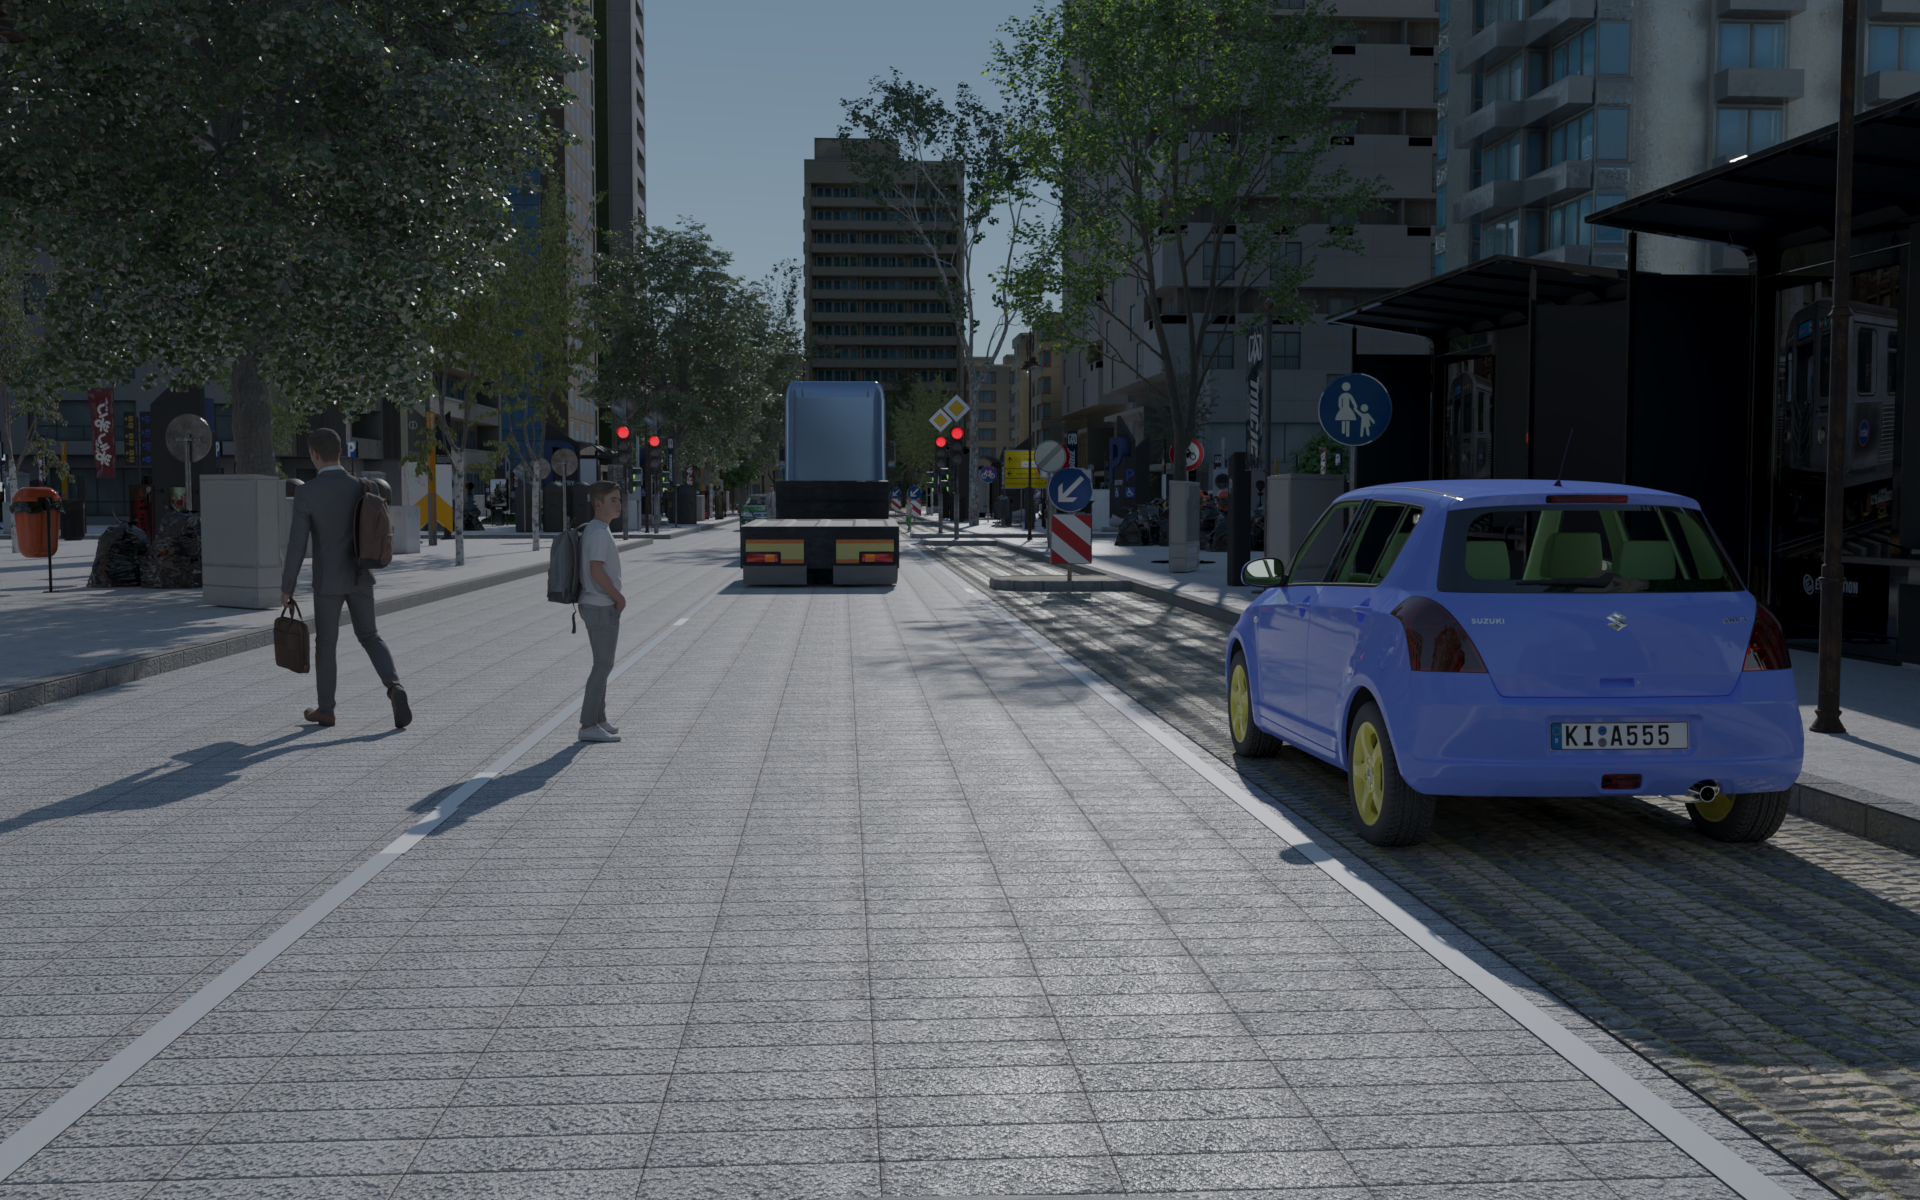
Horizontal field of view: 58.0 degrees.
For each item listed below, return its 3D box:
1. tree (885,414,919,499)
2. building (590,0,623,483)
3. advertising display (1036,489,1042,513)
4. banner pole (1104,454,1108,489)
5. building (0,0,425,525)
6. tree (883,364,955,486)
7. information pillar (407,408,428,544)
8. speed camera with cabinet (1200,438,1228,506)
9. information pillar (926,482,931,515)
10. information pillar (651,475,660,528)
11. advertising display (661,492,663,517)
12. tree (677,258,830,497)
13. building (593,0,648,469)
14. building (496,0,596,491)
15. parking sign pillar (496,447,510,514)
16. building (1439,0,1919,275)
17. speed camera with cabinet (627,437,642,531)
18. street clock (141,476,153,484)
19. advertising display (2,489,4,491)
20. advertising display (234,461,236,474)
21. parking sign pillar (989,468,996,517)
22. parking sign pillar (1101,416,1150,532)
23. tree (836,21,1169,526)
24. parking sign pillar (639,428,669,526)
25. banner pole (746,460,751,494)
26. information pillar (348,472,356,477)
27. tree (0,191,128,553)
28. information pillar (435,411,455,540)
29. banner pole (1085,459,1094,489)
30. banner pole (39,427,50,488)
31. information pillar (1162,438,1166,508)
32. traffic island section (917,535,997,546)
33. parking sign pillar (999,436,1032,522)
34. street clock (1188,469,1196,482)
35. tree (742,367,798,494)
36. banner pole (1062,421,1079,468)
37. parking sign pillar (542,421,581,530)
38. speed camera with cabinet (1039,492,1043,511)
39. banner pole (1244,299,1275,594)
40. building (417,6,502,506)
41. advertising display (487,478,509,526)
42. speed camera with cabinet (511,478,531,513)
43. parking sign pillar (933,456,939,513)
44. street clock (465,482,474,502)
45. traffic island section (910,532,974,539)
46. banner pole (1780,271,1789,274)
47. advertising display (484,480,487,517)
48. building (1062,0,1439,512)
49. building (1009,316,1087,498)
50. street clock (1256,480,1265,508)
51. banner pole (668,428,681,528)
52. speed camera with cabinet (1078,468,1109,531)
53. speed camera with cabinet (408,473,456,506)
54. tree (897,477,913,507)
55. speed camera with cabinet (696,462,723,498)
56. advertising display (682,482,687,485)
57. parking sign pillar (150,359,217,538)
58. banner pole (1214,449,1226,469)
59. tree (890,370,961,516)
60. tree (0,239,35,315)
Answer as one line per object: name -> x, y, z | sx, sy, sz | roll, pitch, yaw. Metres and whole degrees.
tree -> -7.691, -17.792, 209.021 | 7.486, 12.596, 7.792 | 0, 3, 0
building -> -41.048, -43.724, 153.135 | 20.563, 71.187, 20.611 | 0, 4, -4
advertising display -> 5.255, -6.931, 118.534 | 0.123, 1.923, 0.974 | -3, 4, -39
banner pole -> 9.057, -7.181, 107.427 | 0.401, 3.779, 0.863 | 1, 4, 22
building -> -32.509, -18.623, 76.180 | 14.160, 30.474, 14.107 | 0, 4, -4
tree -> -3.358, -11.567, 123.540 | 8.767, 10.594, 7.601 | -3, 5, -44
information pillar -> -14.030, -3.269, 44.797 | 0.504, 3.616, 0.183 | -1, 4, -11
speed camera with cabinet -> 8.555, -4.078, 61.014 | 2.038, 3.252, 0.660 | 1, 4, 8
information pillar -> -1.941, -6.301, 107.517 | 0.304, 2.012, 0.304 | -1, 4, -11
information pillar -> -11.656, -3.784, 66.354 | 0.304, 2.012, 0.304 | 0, 4, -5
advertising display -> -17.286, -5.688, 98.209 | 0.974, 1.923, 0.123 | -3, 4, -37
tree -> -15.372, -17.240, 137.761 | 12.611, 20.169, 13.585 | 0, 3, 0
building -> -47.176, -39.009, 179.803 | 28.212, 58.520, 21.231 | 0, 4, -4
building -> -36.870, -29.730, 136.193 | 14.600, 45.320, 14.200 | 0, 4, -4
parking sign pillar -> -24.252, -6.331, 91.992 | 1.447, 3.967, 1.447 | 0, 4, -1
building -> 38.455, -28.265, 81.749 | 30.456, 49.044, 23.786 | 0, 4, -4
speed camera with cabinet -> -11.524, -4.072, 60.914 | 0.660, 3.252, 2.038 | -1, 4, -12
street clock -> -31.981, -3.894, 68.239 | 0.471, 2.002, 0.358 | 1, 4, 9
advertising display -> -70.291, -7.464, 127.246 | 0.123, 1.923, 0.974 | -2, 4, -32
advertising display -> -13.538, -1.710, 33.171 | 0.123, 1.923, 0.974 | 1, 4, 12
parking sign pillar -> 2.251, -6.682, 97.721 | 1.447, 3.967, 1.447 | 1, 4, 16
parking sign pillar -> 5.518, -4.304, 58.847 | 1.447, 3.967, 1.447 | -1, 4, -18
tree -> 1.830, -13.039, 69.078 | 12.611, 20.169, 13.585 | 0, 3, 0
parking sign pillar -> -12.633, -5.023, 70.592 | 1.447, 3.967, 1.447 | 1, 4, 14
banner pole -> -16.317, -8.529, 129.471 | 0.863, 3.779, 0.401 | -3, 4, -38
information pillar -> -20.675, -3.318, 58.749 | 0.304, 2.012, 0.304 | -3, 4, -38
tree -> -20.304, -5.326, 37.443 | 4.360, 8.622, 3.978 | 0, 3, 0
information pillar -> -14.513, -3.506, 48.680 | 0.504, 3.616, 0.183 | -3, 5, -40
banner pole -> 9.160, -8.153, 123.320 | 0.863, 3.779, 0.401 | 0, 4, 6
banner pole -> -34.080, -4.560, 64.567 | 0.401, 3.779, 0.863 | 0, 4, -2
information pillar -> 8.611, -5.001, 73.123 | 0.183, 3.616, 0.504 | 0, 4, -5
traffic island section -> -0.075, -1.630, 48.934 | 2.009, 0.180, 2.903 | 0, 4, -4
parking sign pillar -> 2.787, -5.643, 80.742 | 1.447, 3.967, 1.447 | 2, 4, 27
street clock -> 5.140, -2.089, 38.732 | 0.358, 2.002, 0.471 | 0, 4, 1
tree -> -17.264, -14.776, 151.965 | 12.009, 13.543, 11.850 | 0, 3, 0
banner pole -> 3.738, -4.253, 59.561 | 0.863, 3.779, 0.401 | -2, 4, -32
parking sign pillar -> -14.401, -4.533, 62.585 | 1.447, 3.967, 1.447 | 0, 4, -2
speed camera with cabinet -> 5.139, -8.249, 129.201 | 2.038, 3.252, 0.660 | 0, 4, 1
banner pole -> 3.896, -1.988, 22.514 | 0.401, 3.779, 0.863 | -1, 4, -17
building -> -41.897, -29.651, 108.488 | 21.300, 48.544, 21.600 | 0, 4, -4
advertising display -> -18.634, -3.966, 70.059 | 0.974, 1.923, 0.123 | 2, 4, 31
speed camera with cabinet -> -30.448, -7.753, 121.090 | 0.660, 3.252, 2.038 | 2, 4, 31
parking sign pillar -> -1.542, -7.898, 117.606 | 1.447, 3.967, 1.447 | 1, 4, 8
street clock -> -29.485, -6.095, 104.219 | 0.471, 2.002, 0.358 | -3, 4, -37
traffic island section -> -0.618, -2.117, 56.901 | 2.009, 0.180, 2.903 | 0, 4, -4
banner pole -> 8.200, -1.676, 17.419 | 0.401, 3.779, 0.863 | 1, 4, 14
advertising display -> -21.549, -4.586, 80.190 | 0.974, 1.923, 0.123 | -3, 5, -45
building -> 23.916, -34.413, 151.895 | 28.713, 52.752, 27.495 | 0, 4, -4
building -> 20.587, -20.542, 180.894 | 27.650, 21.520, 28.899 | 0, 4, -4
street clock -> 15.753, -5.275, 90.813 | 0.471, 2.002, 0.358 | 3, 5, 45
banner pole -> -10.872, -4.620, 65.561 | 0.401, 3.779, 0.863 | 1, 4, 18
speed camera with cabinet -> 4.742, -4.088, 61.179 | 2.038, 3.252, 0.660 | 3, 5, 44
speed camera with cabinet -> -23.337, -5.029, 76.559 | 2.038, 3.252, 0.660 | -1, 4, -13
tree -> -5.519, -10.962, 173.824 | 1.663, 3.219, 1.824 | 0, 3, 0
speed camera with cabinet -> -15.150, -6.650, 103.070 | 2.038, 3.252, 0.660 | 0, 3, 0
advertising display -> -15.071, -5.458, 94.459 | 0.974, 1.923, 0.123 | 0, 4, -6
parking sign pillar -> -15.650, -2.842, 34.934 | 1.447, 3.967, 1.447 | 1, 4, 21
banner pole -> 14.445, -6.487, 96.073 | 0.863, 3.779, 0.401 | 2, 4, 31
tree -> -1.897, -9.290, 102.254 | 4.737, 8.622, 4.395 | 0, 3, 0
tree -> -17.808, -4.775, 28.433 | 4.737, 8.622, 4.395 | 0, 3, 0
